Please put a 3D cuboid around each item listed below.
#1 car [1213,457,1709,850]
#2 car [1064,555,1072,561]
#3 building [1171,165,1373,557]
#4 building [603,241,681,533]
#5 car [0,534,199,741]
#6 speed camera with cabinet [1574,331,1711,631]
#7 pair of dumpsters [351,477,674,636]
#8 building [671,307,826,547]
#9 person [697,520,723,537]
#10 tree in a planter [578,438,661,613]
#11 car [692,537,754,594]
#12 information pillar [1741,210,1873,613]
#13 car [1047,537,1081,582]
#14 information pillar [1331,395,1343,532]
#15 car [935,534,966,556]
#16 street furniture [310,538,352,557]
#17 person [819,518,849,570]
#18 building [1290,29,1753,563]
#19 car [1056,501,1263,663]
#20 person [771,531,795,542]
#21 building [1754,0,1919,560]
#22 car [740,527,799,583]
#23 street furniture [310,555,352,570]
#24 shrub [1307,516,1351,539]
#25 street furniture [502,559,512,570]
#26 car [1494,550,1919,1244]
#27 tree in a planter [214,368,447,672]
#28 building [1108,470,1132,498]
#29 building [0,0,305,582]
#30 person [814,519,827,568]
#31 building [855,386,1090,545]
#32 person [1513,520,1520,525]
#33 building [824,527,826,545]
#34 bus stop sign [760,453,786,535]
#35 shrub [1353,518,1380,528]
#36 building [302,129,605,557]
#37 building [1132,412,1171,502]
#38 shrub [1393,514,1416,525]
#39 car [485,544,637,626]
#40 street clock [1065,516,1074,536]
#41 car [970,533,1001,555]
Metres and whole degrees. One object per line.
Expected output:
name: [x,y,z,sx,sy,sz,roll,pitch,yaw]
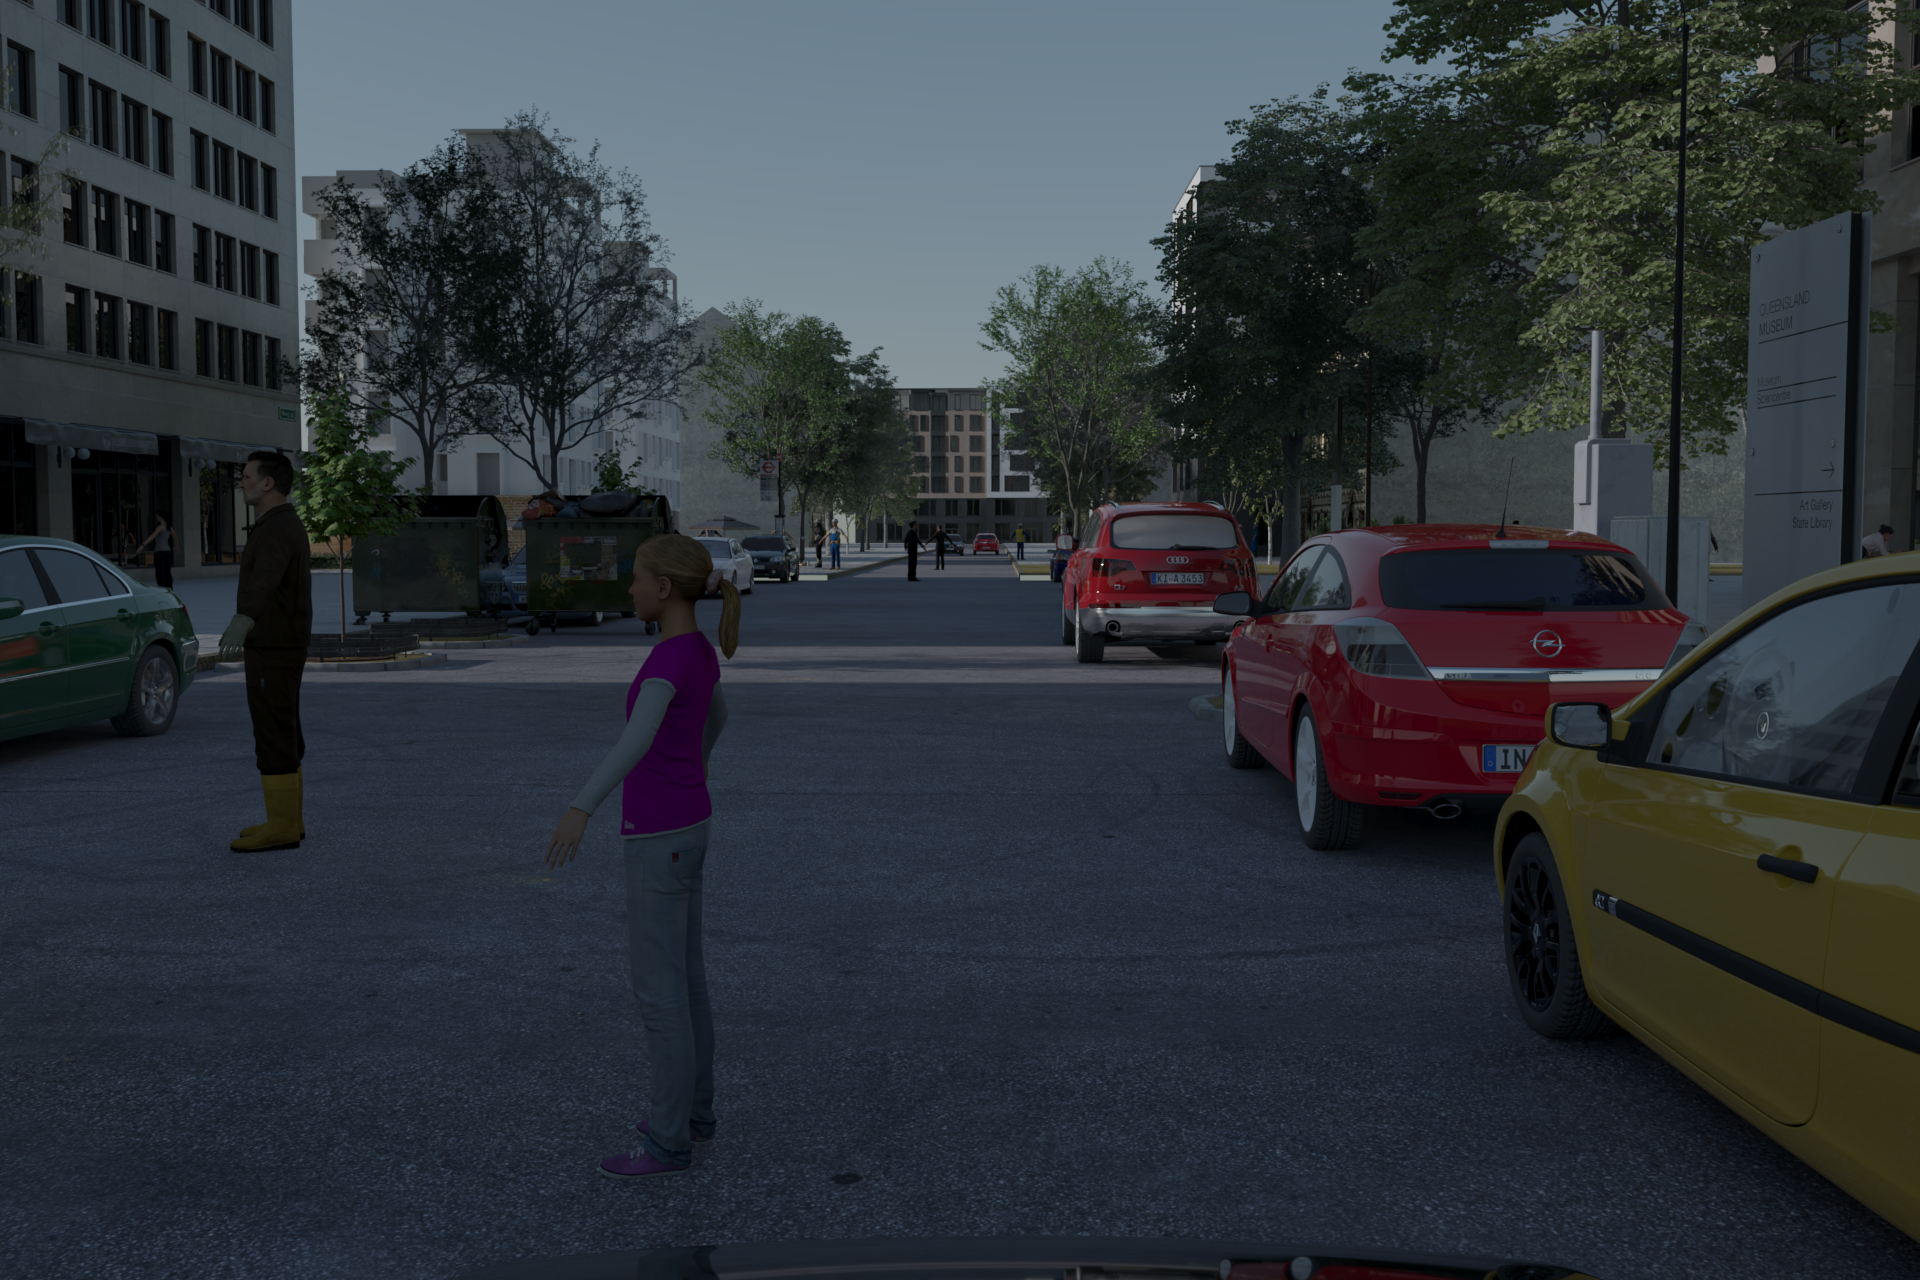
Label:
car: [2.495,-0.016,9.309,2.155,1.783,4.494,0,4,2]
car: [3.084,-1.469,34.247,2.015,1.641,3.980,0,4,1]
building: [27.438,-16.417,112.400,27.936,21.610,32.646,0,4,1]
building: [-25.669,-15.702,113.148,16.016,20.090,11.380,0,4,2]
car: [-6.632,0.051,10.972,2.131,1.459,4.920,0,4,1]
speed camera with cabinet: [6.384,-1.342,16.276,0.660,3.252,2.038,0,4,1]
pair of dumpsters: [-6.397,-1.215,24.818,4.436,2.255,1.574,0,4,2]
building: [-23.821,-21.158,176.855,19.493,23.208,18.063,0,4,0]
person: [-9.789,-3.770,67.782,1.345,1.843,0.704,-1,4,-12]
tree in a planter: [-6.469,-2.155,32.451,1.991,3.239,1.994,0,4,1]
car: [-5.880,-1.682,39.861,2.083,1.381,4.827,0,4,1]
information pillar: [6.542,-1.355,13.466,0.184,3.620,1.656,0,4,1]
car: [3.641,-2.448,52.600,1.945,1.354,3.894,0,4,1]
information pillar: [6.409,-2.332,29.486,0.183,3.616,0.504,0,4,1]
car: [-0.612,-6.323,113.170,2.009,1.686,4.222,0,4,1]
street furniture: [-24.636,-3.932,71.149,11.010,1.723,9.812,2,4,25]
person: [-4.499,-3.456,62.363,1.347,1.847,0.705,2,4,33]
building: [27.347,-15.502,84.383,19.493,23.208,18.063,0,4,1]
car: [2.317,-0.742,20.802,2.281,1.827,5.304,0,4,1]
person: [-6.906,-3.638,66.276,1.217,1.733,0.721,0,4,-6]
building: [28.498,-15.562,20.664,22.709,31.103,35.509,0,4,1]
car: [-5.825,-2.563,51.697,2.009,1.686,4.222,0,4,1]
street furniture: [-23.756,-2.923,63.420,10.072,0.657,5.734,0,4,3]
shrub: [13.812,-3.696,64.466,1.661,2.075,1.752,0,3,0]
street furniture: [-12.239,-2.522,56.853,5.734,0.657,10.072,2,4,25]
car: [2.473,0.394,3.776,2.015,1.641,3.980,0,3,0]
tree in a planter: [-6.751,-1.324,18.862,1.991,3.239,1.994,0,4,1]
building: [26.791,-22.556,199.726,19.493,23.208,18.063,0,4,2]
building: [-31.621,-14.582,40.583,24.374,26.755,37.873,0,4,2]
person: [-5.380,-3.664,65.683,0.705,1.856,1.354,0,4,0]
building: [2.171,-24.724,250.664,32.646,21.610,27.936,0,4,3]
person: [18.625,-3.120,57.728,0.721,1.740,1.216,0,4,0]
building: [-20.391,-16.190,206.861,9.099,9.664,28.070,0,4,2]
bus stop sign: [-6.171,-4.190,57.210,0.855,3.939,0.416,0,4,3]
shrub: [16.893,-4.080,71.133,1.690,2.028,1.600,0,3,0]
building: [-24.827,-13.818,82.349,16.016,20.090,11.380,0,4,2]
building: [27.985,-21.410,180.978,19.493,23.208,18.063,0,4,2]
shrub: [16.404,-3.688,64.345,1.661,2.075,1.752,0,3,0]
car: [-6.442,-1.006,28.458,2.014,1.417,4.499,0,4,1]
street clock: [4.420,-4.009,70.117,0.358,2.002,0.471,0,4,1]
car: [1.786,-6.756,119.501,2.155,1.783,4.494,0,4,0]
